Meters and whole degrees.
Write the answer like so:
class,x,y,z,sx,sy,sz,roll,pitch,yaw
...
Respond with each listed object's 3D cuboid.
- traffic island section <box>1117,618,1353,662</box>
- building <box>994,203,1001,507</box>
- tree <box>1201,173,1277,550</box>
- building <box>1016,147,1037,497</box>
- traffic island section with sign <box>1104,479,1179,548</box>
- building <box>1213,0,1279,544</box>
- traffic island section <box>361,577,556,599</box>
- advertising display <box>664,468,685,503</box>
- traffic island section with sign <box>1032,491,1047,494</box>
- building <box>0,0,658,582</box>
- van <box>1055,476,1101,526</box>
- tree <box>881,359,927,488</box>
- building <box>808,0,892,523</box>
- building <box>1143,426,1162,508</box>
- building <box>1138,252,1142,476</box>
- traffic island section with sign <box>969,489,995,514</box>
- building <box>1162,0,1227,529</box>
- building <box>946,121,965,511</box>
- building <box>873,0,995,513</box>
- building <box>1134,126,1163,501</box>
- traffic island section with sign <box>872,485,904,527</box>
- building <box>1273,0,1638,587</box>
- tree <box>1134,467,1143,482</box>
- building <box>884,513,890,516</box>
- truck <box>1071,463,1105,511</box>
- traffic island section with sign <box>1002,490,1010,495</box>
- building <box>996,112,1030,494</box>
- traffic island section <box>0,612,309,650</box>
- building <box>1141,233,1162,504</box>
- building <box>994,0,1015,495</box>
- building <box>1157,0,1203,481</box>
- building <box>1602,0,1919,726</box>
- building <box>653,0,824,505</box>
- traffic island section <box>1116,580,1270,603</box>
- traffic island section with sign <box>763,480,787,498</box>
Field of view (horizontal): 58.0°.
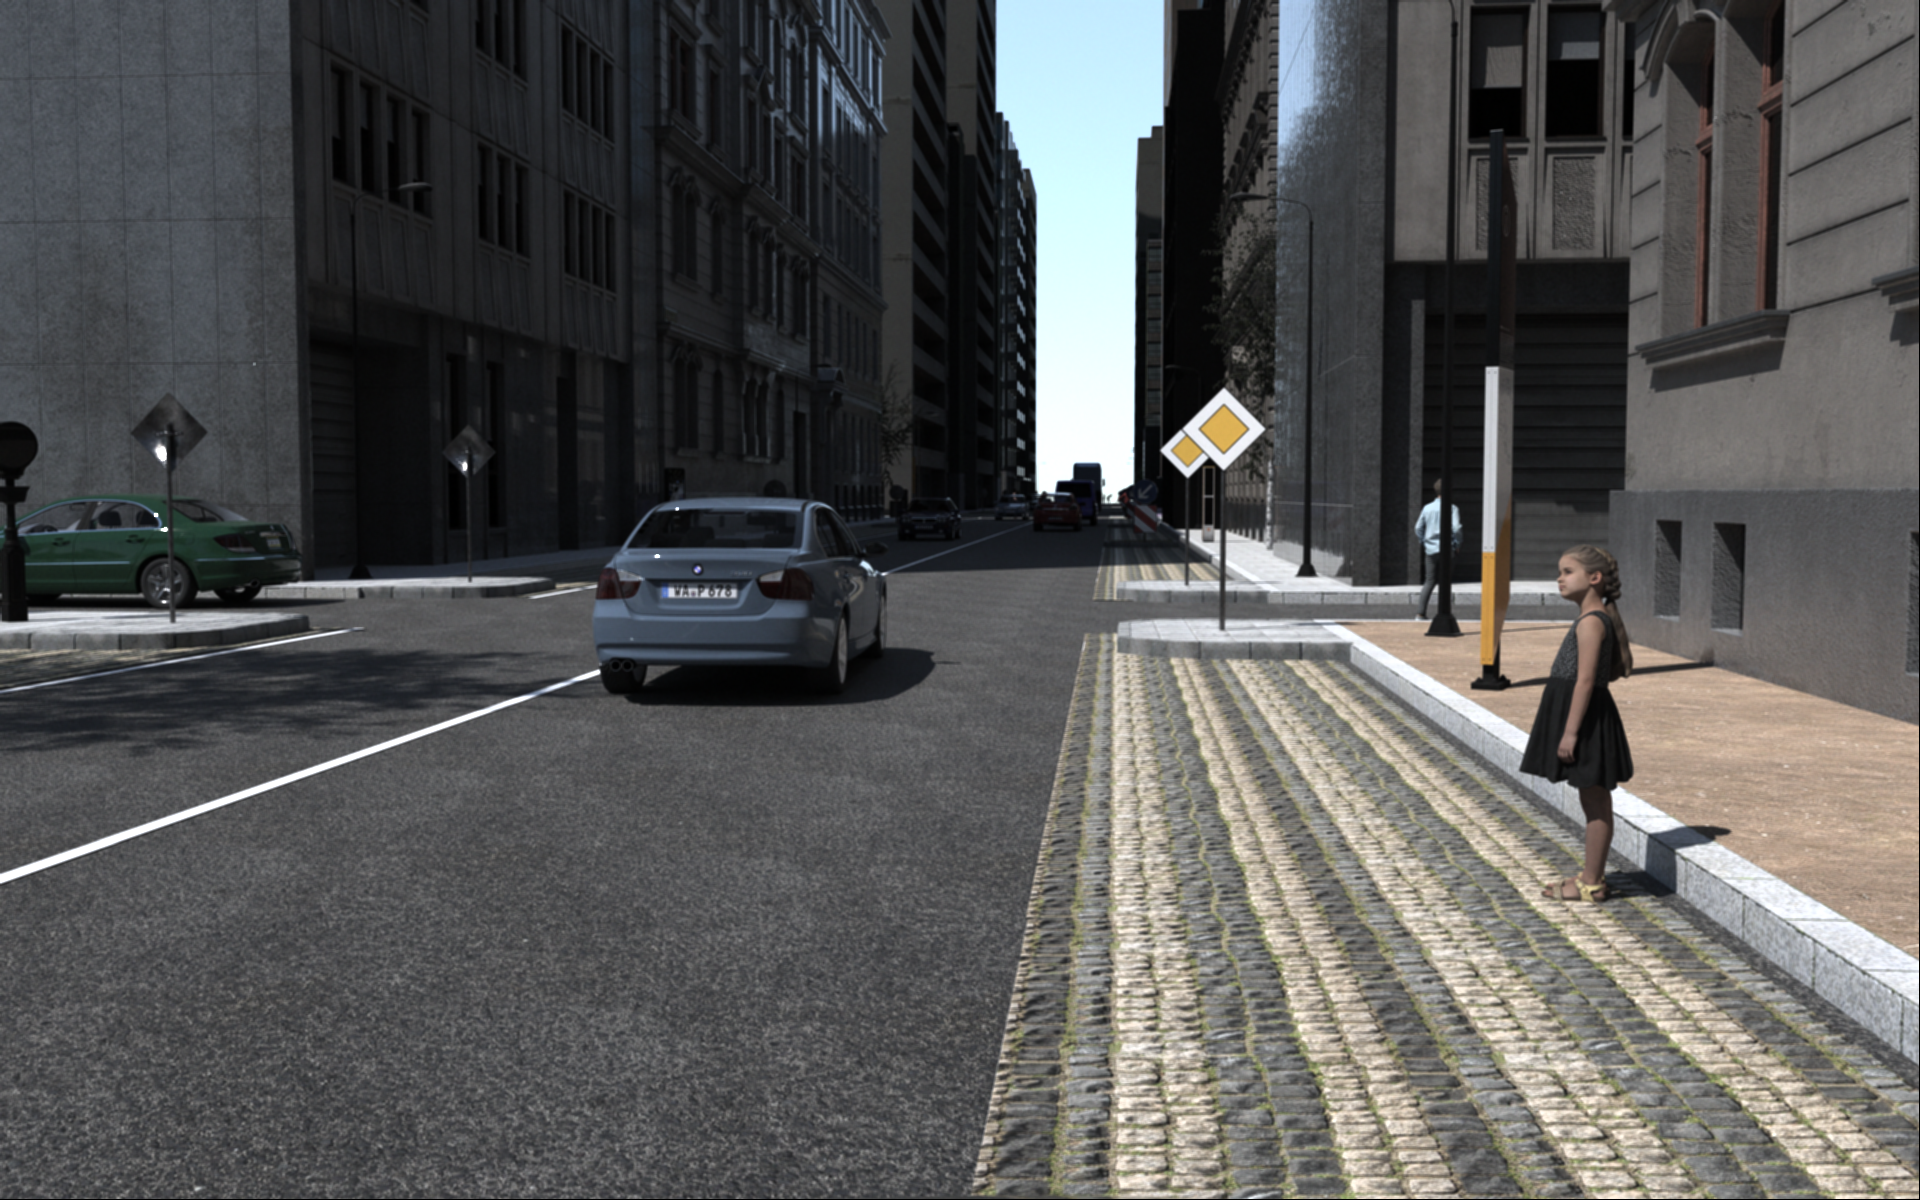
class,x,y,z,sx,sy,sz,roll,pitch,yaw
traffic island section,2.490,0.364,16.324,2.009,0.180,2.903,0,4,5
building,-3.537,-24.098,165.695,14.160,30.474,14.107,0,4,5
tree,7.303,-5.459,39.610,4.360,8.622,3.978,0,3,0
building,-0.297,-38.034,245.559,21.300,48.544,21.600,0,4,5
traffic island section with sign,4.901,-2.346,46.987,1.989,1.847,2.006,0,4,5
building,13.344,-13.632,51.762,11.050,23.489,19.941,0,4,5
traffic island section,-7.150,-0.179,25.202,2.009,0.180,2.903,0,4,5
advertising display,-7.019,-2.289,42.640,0.123,1.923,0.974,1,4,15
traffic island section with sign,9.027,-12.111,206.635,1.989,1.847,2.006,0,4,5
building,-14.704,-13.269,34.968,12.078,24.808,19.932,0,4,5
van,5.392,-4.639,80.239,2.240,2.365,5.245,0,4,6
tree,-4.108,-8.714,92.842,4.360,8.622,3.978,0,3,0
building,-10.955,-17.926,79.001,13.634,28.700,20.117,0,4,5
building,28.165,-51.542,155.382,22.319,86.520,31.000,0,4,5
building,28.314,-26.603,206.660,14.160,30.474,14.107,0,4,5
traffic island section with sign,1.708,-7.090,124.550,1.989,1.847,2.006,0,4,5
building,14.600,-14.673,69.578,12.332,23.373,15.834,0,4,5
building,-7.224,-21.895,129.682,14.160,30.474,14.107,0,4,5
building,-8.393,-32.019,147.211,21.300,48.544,21.600,0,4,5
building,33.398,-36.689,223.571,21.300,48.544,21.600,0,4,5
traffic island section with sign,-2.722,-4.051,74.866,1.989,1.847,2.006,0,4,5
building,15.862,-12.863,28.329,19.932,24.808,12.078,0,4,5
tree,19.874,-12.116,181.811,4.285,4.588,4.351,0,3,0
building,-12.481,-29.832,111.460,21.300,48.544,21.600,0,4,5
truck,10.319,-9.374,143.027,2.967,4.110,18.799,0,4,6
traffic island section with sign,4.096,-8.732,151.400,1.989,1.847,2.006,0,4,5
building,-3.295,-36.705,219.728,23.786,49.044,30.456,0,4,5
traffic island section,-7.860,0.308,17.248,2.009,0.180,2.903,0,4,5
building,27.676,-25.717,192.180,14.160,30.474,14.107,0,4,5
building,-4.268,-46.196,193.552,20.563,71.187,20.611,0,4,5
building,22.839,-29.624,134.466,14.600,45.320,14.200,0,4,5
building,11.050,-13.199,3.189,14.401,28.519,23.554,0,4,5
building,-12.900,-16.458,56.482,14.401,28.519,23.554,0,4,5
traffic island section,3.200,-0.122,24.277,2.009,0.180,2.903,0,4,5
traffic island section with sign,-5.139,-2.393,47.756,1.989,1.847,2.006,0,4,5
